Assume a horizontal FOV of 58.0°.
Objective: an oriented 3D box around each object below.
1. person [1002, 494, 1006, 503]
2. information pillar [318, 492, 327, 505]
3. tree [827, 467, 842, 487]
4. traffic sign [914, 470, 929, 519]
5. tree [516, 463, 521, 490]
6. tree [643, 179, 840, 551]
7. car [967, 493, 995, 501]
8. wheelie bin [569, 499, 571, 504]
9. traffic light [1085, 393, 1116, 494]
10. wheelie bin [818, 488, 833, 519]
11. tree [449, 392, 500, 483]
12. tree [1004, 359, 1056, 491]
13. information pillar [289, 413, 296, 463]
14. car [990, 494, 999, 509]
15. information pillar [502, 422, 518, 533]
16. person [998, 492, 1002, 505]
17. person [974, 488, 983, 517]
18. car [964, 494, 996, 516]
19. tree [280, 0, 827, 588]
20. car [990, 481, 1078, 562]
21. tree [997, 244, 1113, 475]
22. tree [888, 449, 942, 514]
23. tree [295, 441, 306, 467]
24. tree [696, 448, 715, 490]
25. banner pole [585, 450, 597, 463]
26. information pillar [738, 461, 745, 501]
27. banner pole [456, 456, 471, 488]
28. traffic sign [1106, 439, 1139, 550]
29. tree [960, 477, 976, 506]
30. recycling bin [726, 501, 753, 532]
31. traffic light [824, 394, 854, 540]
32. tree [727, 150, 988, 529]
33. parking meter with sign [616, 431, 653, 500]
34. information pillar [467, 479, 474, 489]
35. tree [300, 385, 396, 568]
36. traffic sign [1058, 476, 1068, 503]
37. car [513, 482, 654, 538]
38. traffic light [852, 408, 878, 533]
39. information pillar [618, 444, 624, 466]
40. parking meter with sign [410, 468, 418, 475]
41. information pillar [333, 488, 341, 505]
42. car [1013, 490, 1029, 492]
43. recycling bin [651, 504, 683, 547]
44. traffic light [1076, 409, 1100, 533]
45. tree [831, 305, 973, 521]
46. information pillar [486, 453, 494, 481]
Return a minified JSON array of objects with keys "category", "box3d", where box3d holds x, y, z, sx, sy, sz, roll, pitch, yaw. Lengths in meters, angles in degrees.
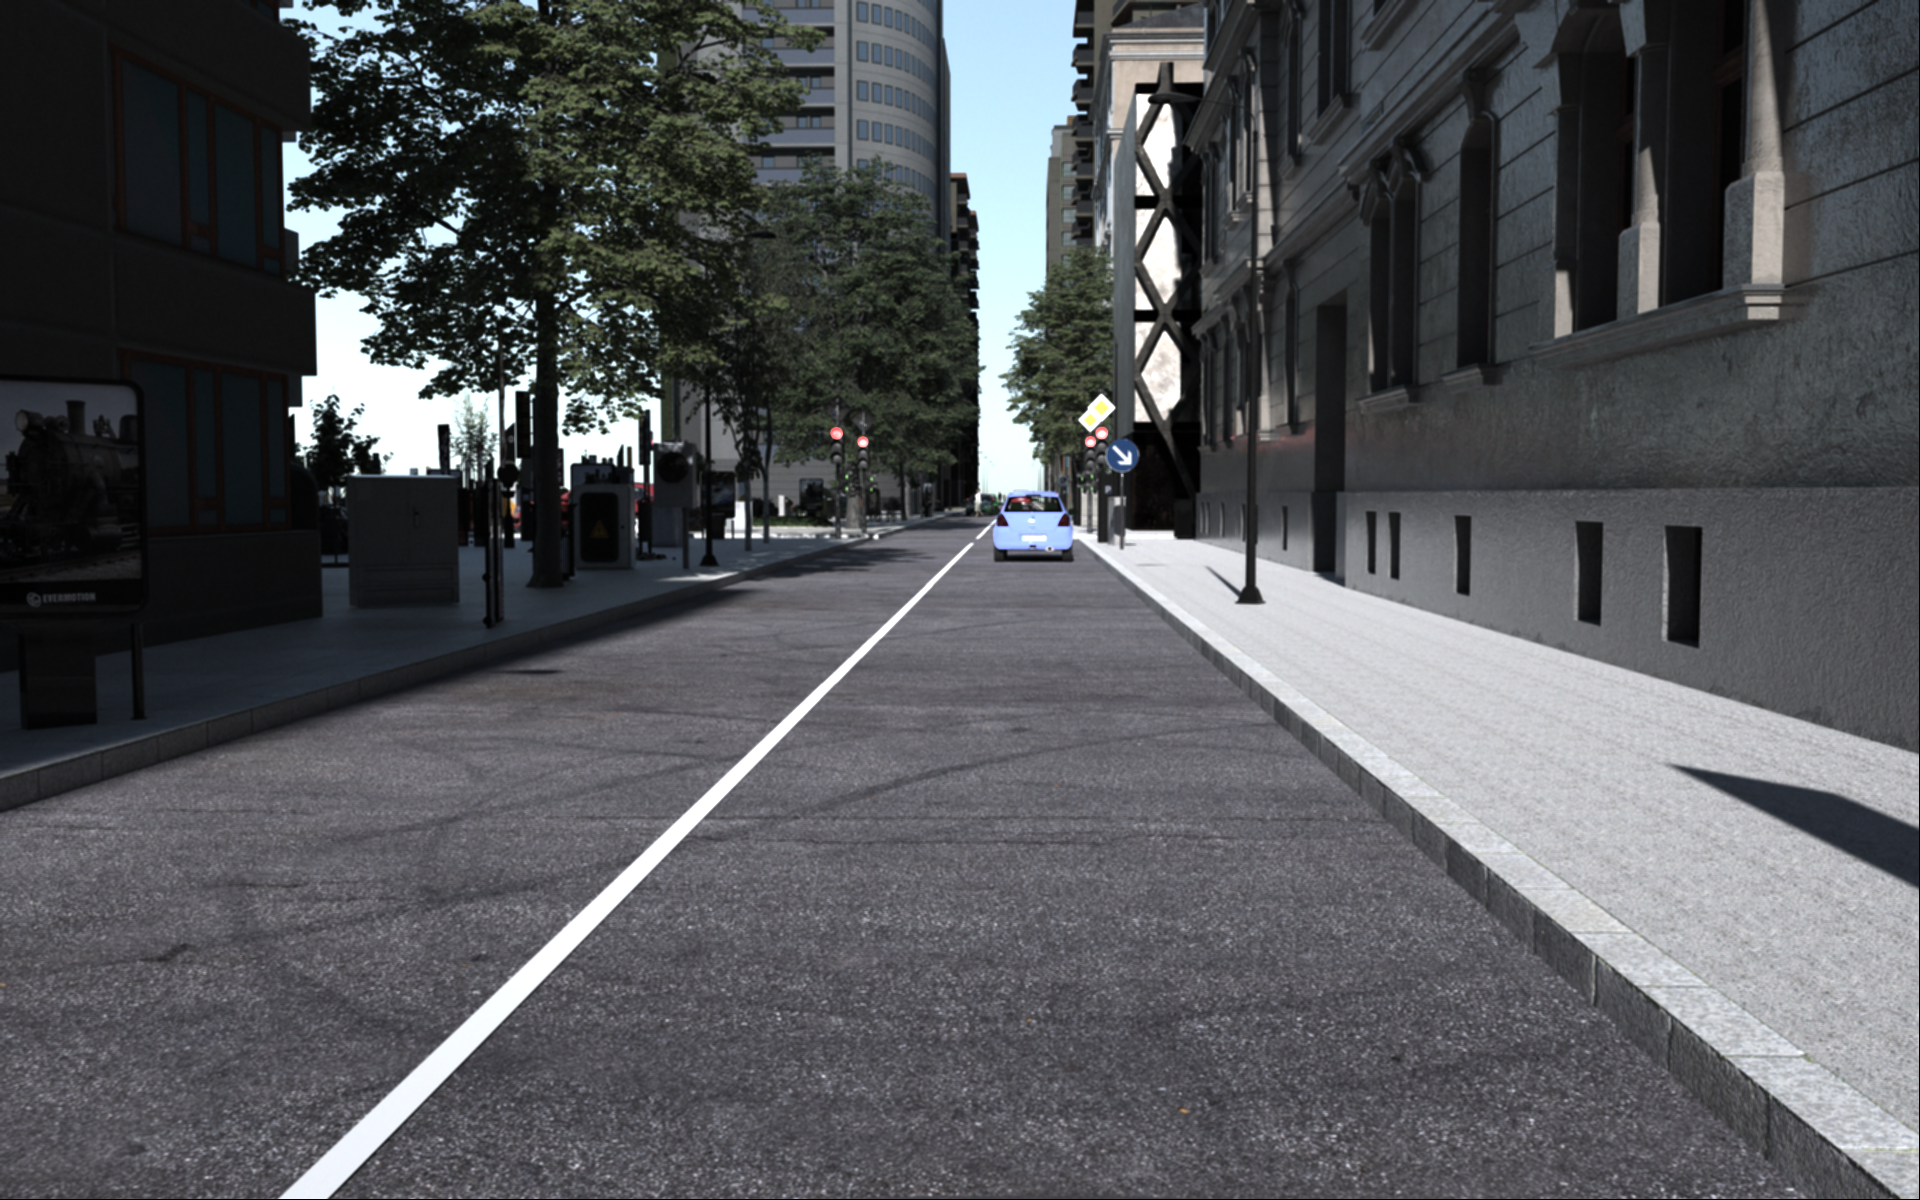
[{"category":"person","box3d":[6.985,-15.945,272.457,1.065,1.426,0.557,3,5,43]},{"category":"information pillar","box3d":[-34.290,-6.218,93.025,0.504,3.616,0.183,-1,4,-9]},{"category":"tree","box3d":[-8.342,-7.878,123.412,1.663,3.219,1.824,0,3,0]},{"category":"traffic sign","box3d":[-2.028,-5.548,90.815,0.768,2.556,0.104,0,4,5]},{"category":"tree","box3d":[-25.098,-6.418,99.536,1.663,3.219,1.824,0,3,0]},{"category":"tree","box3d":[-5.003,-5.416,38.907,4.360,8.622,3.978,0,3,0]},{"category":"car","box3d":[1.585,-7.340,129.050,2.155,1.783,4.494,0,4,3]},{"category":"wheelie bin","box3d":[-9.035,-2.090,42.081,0.980,1.594,0.693,0,4,-1]},{"category":"traffic light","box3d":[3.935,-3.646,48.528,0.839,4.253,0.868,0,4,2]},{"category":"wheelie bin","box3d":[-6.878,-4.864,87.427,0.693,1.594,0.980,1,4,22]},{"category":"tree","box3d":[-34.324,-10.530,122.531,4.737,8.622,4.395,0,3,0]},{"category":"tree","box3d":[12.737,-22.108,217.352,12.611,20.169,13.585,0,3,0]},{"category":"information pillar","box3d":[-19.507,-3.605,50.292,0.504,3.616,0.183,0,4,5]},{"category":"car","box3d":[2.511,-8.850,153.485,1.959,1.807,4.718,0,4,1]},{"category":"information pillar","box3d":[-14.692,-3.981,56.438,0.504,3.616,0.183,-3,5,-44]},{"category":"person","box3d":[5.348,-13.606,231.876,0.541,1.710,0.530,-1,4,-16]},{"category":"person","box3d":[1.178,-6.077,108.092,0.641,1.798,0.478,0,4,-5]},{"category":"car","box3d":[1.329,-6.324,115.201,2.131,1.459,4.920,0,4,2]},{"category":"tree","box3d":[-5.737,-6.475,23.989,7.486,12.596,7.792,0,3,0]},{"category":"car","box3d":[1.620,-1.732,37.904,1.945,1.707,3.694,0,4,3]},{"category":"tree","box3d":[5.415,-9.870,79.510,7.486,12.596,7.792,0,3,0]},{"category":"tree","box3d":[-2.878,-7.799,111.227,4.285,4.588,4.351,0,3,0]},{"category":"tree","box3d":[-35.231,-6.452,89.209,4.285,4.588,4.351,0,3,0]},{"category":"tree","box3d":[-16.670,-7.436,105.299,4.285,4.588,4.351,0,3,0]},{"category":"banner pole","box3d":[-20.816,-6.573,97.486,0.863,3.779,0.401,-2,4,-27]},{"category":"information pillar","box3d":[-15.555,-8.059,123.114,0.504,3.616,0.183,-1,4,-17]},{"category":"banner pole","box3d":[-32.308,-7.536,113.226,0.863,3.779,0.401,1,4,17]},{"category":"traffic sign","box3d":[3.747,-2.440,40.001,0.768,2.556,0.104,1,4,8]},{"category":"tree","box3d":[1.020,-12.206,194.166,1.663,3.219,1.824,0,3,0]},{"category":"recycling bin","box3d":[-7.515,-2.837,58.941,0.722,1.027,0.722,-2,4,-27]},{"category":"traffic light","box3d":[-3.422,-3.661,48.777,0.839,4.253,0.868,0,4,2]},{"category":"tree","box3d":[-3.995,-9.582,63.329,9.857,13.997,8.962,0,3,0]},{"category":"parking meter with sign","box3d":[-9.408,-3.163,47.971,1.738,3.016,0.543,1,4,11]},{"category":"information pillar","box3d":[-23.452,-4.805,83.057,0.304,2.012,0.304,-1,4,-22]},{"category":"tree","box3d":[-11.061,-2.191,30.431,1.663,3.219,1.824,0,3,0]},{"category":"traffic sign","box3d":[5.685,-5.710,95.490,0.606,2.300,0.079,0,4,8]},{"category":"car","box3d":[-11.272,-2.771,53.971,5.304,1.827,2.281,0,4,3]},{"category":"traffic light","box3d":[-3.134,-4.149,56.757,0.839,4.253,0.868,0,4,2]},{"category":"information pillar","box3d":[-15.829,-5.480,80.952,0.183,3.616,0.504,1,4,11]},{"category":"parking meter with sign","box3d":[-36.362,-7.366,116.696,0.543,3.016,1.738,1,4,11]},{"category":"information pillar","box3d":[-36.602,-6.750,101.710,0.183,3.616,0.504,3,4,39]},{"category":"car","box3d":[5.608,-9.146,158.204,2.281,1.827,5.304,0,4,3]},{"category":"recycling bin","box3d":[-7.156,-1.809,42.124,0.722,1.027,0.722,1,4,9]},{"category":"traffic light","box3d":[4.223,-4.134,56.508,0.839,4.253,0.868,0,4,2]},{"category":"tree","box3d":[-3.025,-9.070,82.712,7.601,10.594,8.767,-1,4,-10]},{"category":"information pillar","box3d":[-26.433,-6.516,97.894,0.183,3.616,0.504,0,4,1]}]
